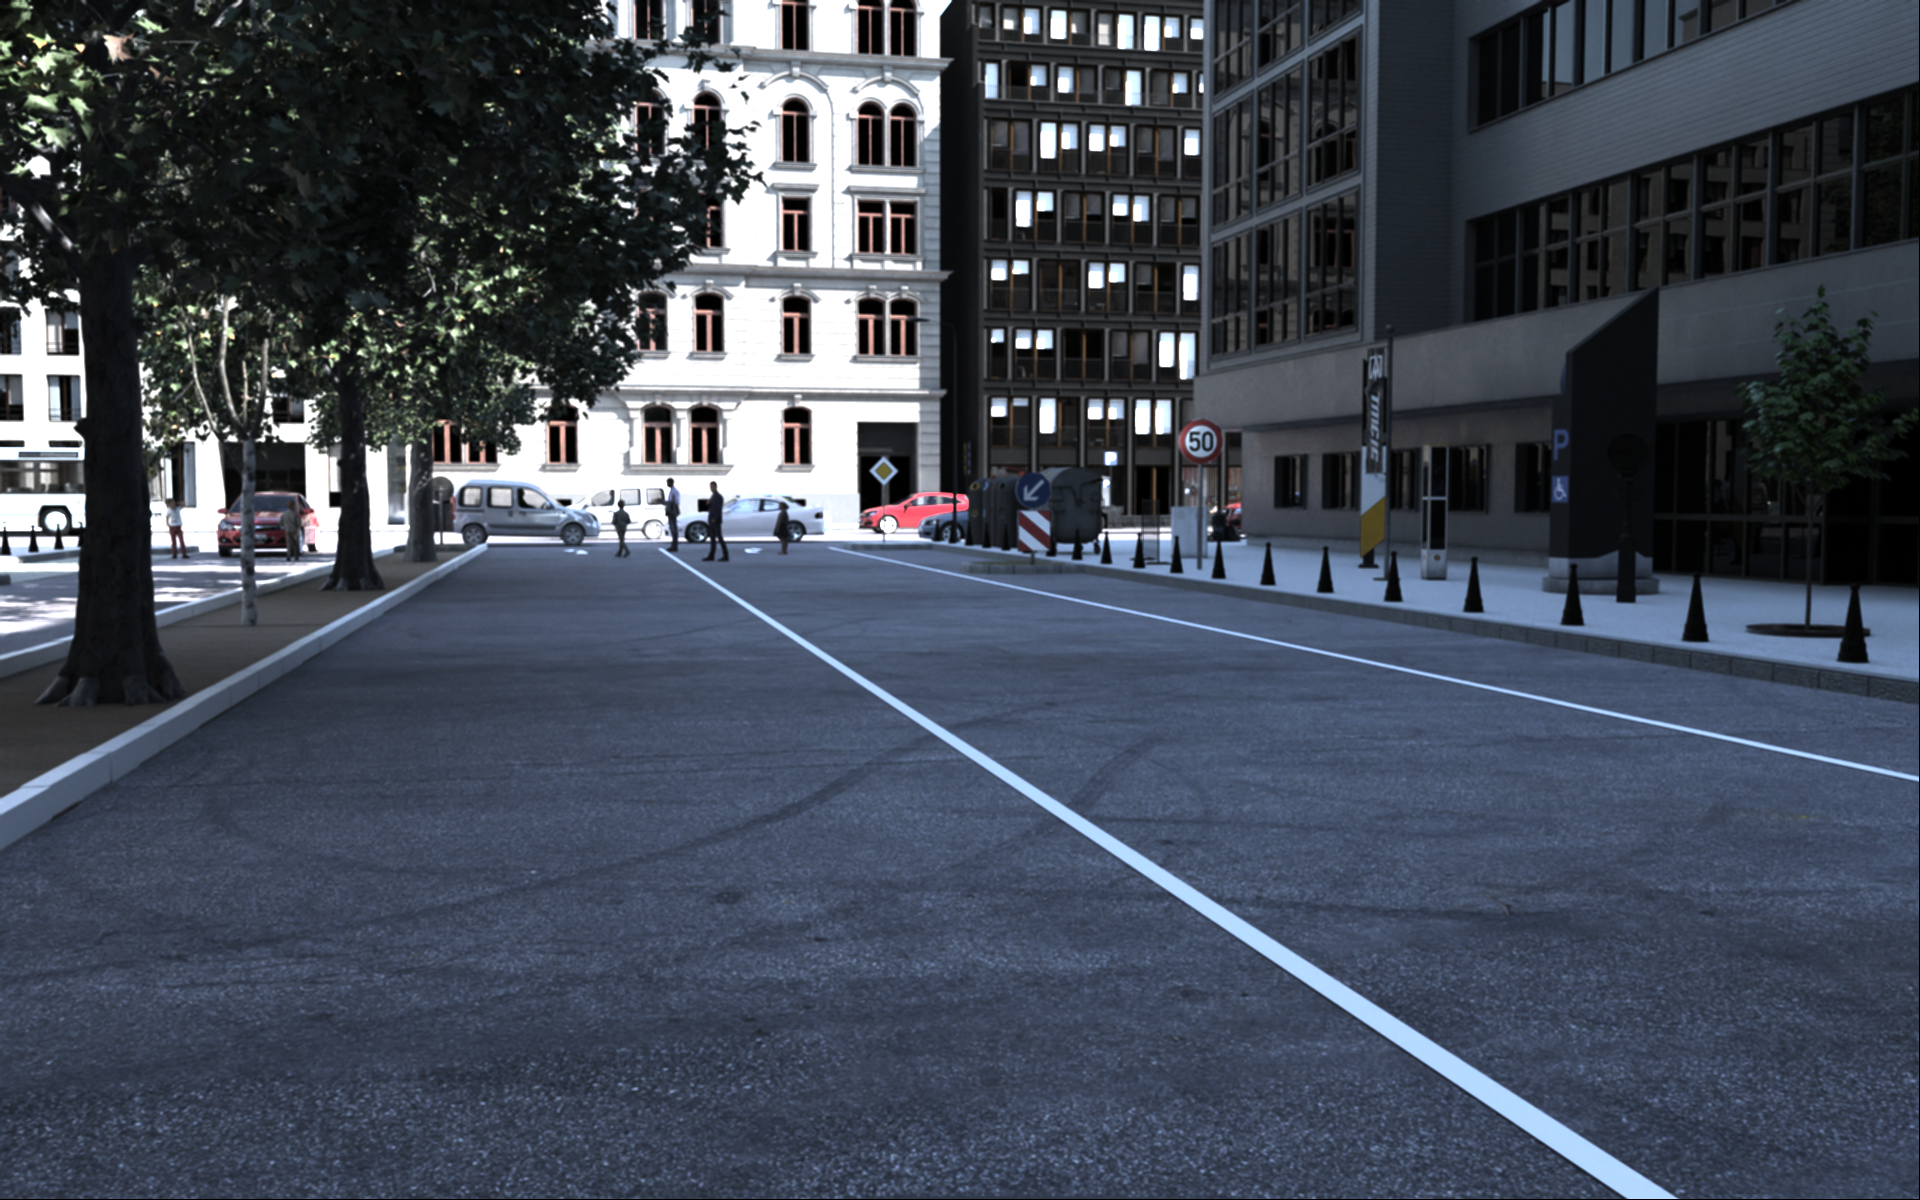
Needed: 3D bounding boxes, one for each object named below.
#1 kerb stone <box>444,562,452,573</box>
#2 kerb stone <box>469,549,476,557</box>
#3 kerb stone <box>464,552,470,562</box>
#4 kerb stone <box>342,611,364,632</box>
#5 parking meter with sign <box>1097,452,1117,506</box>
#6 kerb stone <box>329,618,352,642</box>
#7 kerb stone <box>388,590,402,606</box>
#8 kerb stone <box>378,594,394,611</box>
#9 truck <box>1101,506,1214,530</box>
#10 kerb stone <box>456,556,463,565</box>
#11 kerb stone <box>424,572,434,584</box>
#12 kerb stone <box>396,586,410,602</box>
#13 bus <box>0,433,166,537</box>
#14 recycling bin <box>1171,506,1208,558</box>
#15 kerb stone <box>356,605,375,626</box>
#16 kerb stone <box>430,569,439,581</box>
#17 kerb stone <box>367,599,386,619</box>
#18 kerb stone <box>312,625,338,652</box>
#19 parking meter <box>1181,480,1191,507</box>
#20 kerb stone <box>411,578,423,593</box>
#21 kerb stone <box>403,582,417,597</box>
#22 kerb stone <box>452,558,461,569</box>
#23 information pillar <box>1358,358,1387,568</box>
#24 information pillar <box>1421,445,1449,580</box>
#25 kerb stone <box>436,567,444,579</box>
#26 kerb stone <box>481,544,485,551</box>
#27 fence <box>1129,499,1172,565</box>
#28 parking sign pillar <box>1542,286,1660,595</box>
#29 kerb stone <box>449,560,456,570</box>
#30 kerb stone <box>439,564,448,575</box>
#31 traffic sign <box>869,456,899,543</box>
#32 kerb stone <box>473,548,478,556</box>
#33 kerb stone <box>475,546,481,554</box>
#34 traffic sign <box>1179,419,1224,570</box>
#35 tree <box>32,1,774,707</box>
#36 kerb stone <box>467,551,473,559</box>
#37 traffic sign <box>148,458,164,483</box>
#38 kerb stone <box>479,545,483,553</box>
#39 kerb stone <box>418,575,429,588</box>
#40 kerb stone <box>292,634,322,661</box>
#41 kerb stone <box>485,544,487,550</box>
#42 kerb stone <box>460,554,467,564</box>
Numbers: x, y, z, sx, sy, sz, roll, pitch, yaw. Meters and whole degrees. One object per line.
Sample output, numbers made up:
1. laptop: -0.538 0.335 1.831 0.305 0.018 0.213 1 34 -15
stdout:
1. kerb stone: -9.272 -0.544 31.141 0.120 0.150 1.000 -1 4 -12
2. kerb stone: -10.821 -0.977 38.166 0.120 0.150 1.000 -1 4 -12
3. kerb stone: -10.377 -0.854 36.165 0.120 0.150 1.000 -1 4 -12
4. kerb stone: -6.383 0.250 18.110 0.120 0.150 1.000 -1 4 -12
5. parking meter with sign: 6.068 -4.675 72.694 0.543 3.016 1.738 -1 4 -12
6. kerb stone: -6.161 0.311 17.110 0.120 0.150 1.000 -1 4 -12
7. kerb stone: -7.269 0.005 22.119 0.120 0.150 1.000 -1 4 -12
8. kerb stone: -7.054 0.067 21.117 0.120 0.150 1.000 -1 4 -12
9. truck: 10.951 -4.569 64.459 18.799 4.110 2.967 -1 4 -11
10. kerb stone: -9.943 -0.732 34.159 0.120 0.150 1.000 -1 4 -12
11. kerb stone: -8.391 -0.302 27.136 0.120 0.150 1.000 -1 4 -12
12. kerb stone: -7.486 -0.057 23.120 0.120 0.150 1.000 -1 4 -12
13. bus: -33.232 -3.885 58.383 13.247 3.499 2.948 -1 4 -12
14. recycling bin: 4.624 -1.371 34.967 0.722 1.027 0.722 0 4 6
15. kerb stone: -6.603 0.189 19.112 0.120 0.150 1.000 -1 4 -12
16. kerb stone: -8.608 -0.363 28.137 0.120 0.150 1.000 -1 4 -12
17. kerb stone: -6.820 0.127 20.119 0.120 0.150 1.000 -1 4 -12
18. kerb stone: -5.936 0.372 16.105 0.120 0.150 1.000 -1 4 -12
19. parking meter: 9.710 -4.203 74.437 0.399 1.863 0.255 -1 4 -21
20. kerb stone: -7.936 -0.179 25.128 0.120 0.150 1.000 -1 4 -12
21. kerb stone: -7.712 -0.118 24.128 0.120 0.150 1.000 -1 4 -12
22. kerb stone: -9.708 -0.670 33.158 0.120 0.150 1.000 -1 4 -12
23. information pillar: 7.173 -2.360 29.943 0.504 3.616 0.183 1 4 13
24. information pillar: 7.088 -1.307 25.857 0.304 2.012 0.304 0 4 -4
25. kerb stone: -8.818 -0.425 29.140 0.120 0.150 1.000 -1 4 -12
26. kerb stone: -11.710 -1.222 42.173 0.120 0.150 1.000 -1 4 -12
27. fence: 3.579 -1.307 32.577 0.480 1.192 2.264 0 4 -2
28. parking sign pillar: 8.369 -2.083 22.529 1.447 3.967 1.447 -1 4 -17
29. kerb stone: -9.497 -0.608 32.140 0.120 0.150 1.000 -1 4 -12
30. kerb stone: -9.046 -0.481 30.139 0.120 0.150 1.000 -1 4 -12
31. traffic sign: -2.007 -2.564 45.567 0.795 2.450 0.064 -1 4 -12
32. kerb stone: -11.048 -1.038 39.171 0.120 0.150 1.000 -1 4 -12
33. kerb stone: -11.267 -1.099 40.172 0.120 0.150 1.000 -1 4 -12
34. traffic sign: 4.074 -1.791 29.383 0.768 2.556 0.104 0 4 -3
35. tree: -5.888 -5.648 11.808 9.611 12.733 9.660 0 3 0
36. kerb stone: -10.602 -0.910 37.165 0.120 0.150 1.000 -1 4 -12
37. traffic sign: -19.581 -2.328 41.710 0.795 2.450 0.064 -1 4 -12
38. kerb stone: -11.489 -1.161 41.172 0.120 0.150 1.000 -1 4 -12
39. kerb stone: -8.157 -0.241 26.129 0.120 0.150 1.000 -1 4 -12
40. kerb stone: -5.722 0.434 15.103 0.120 0.150 1.000 -1 4 -12
41. kerb stone: -11.931 -1.283 43.173 0.120 0.150 1.000 -1 4 -12
42. kerb stone: -10.157 -0.793 35.163 0.120 0.150 1.000 -1 4 -12
